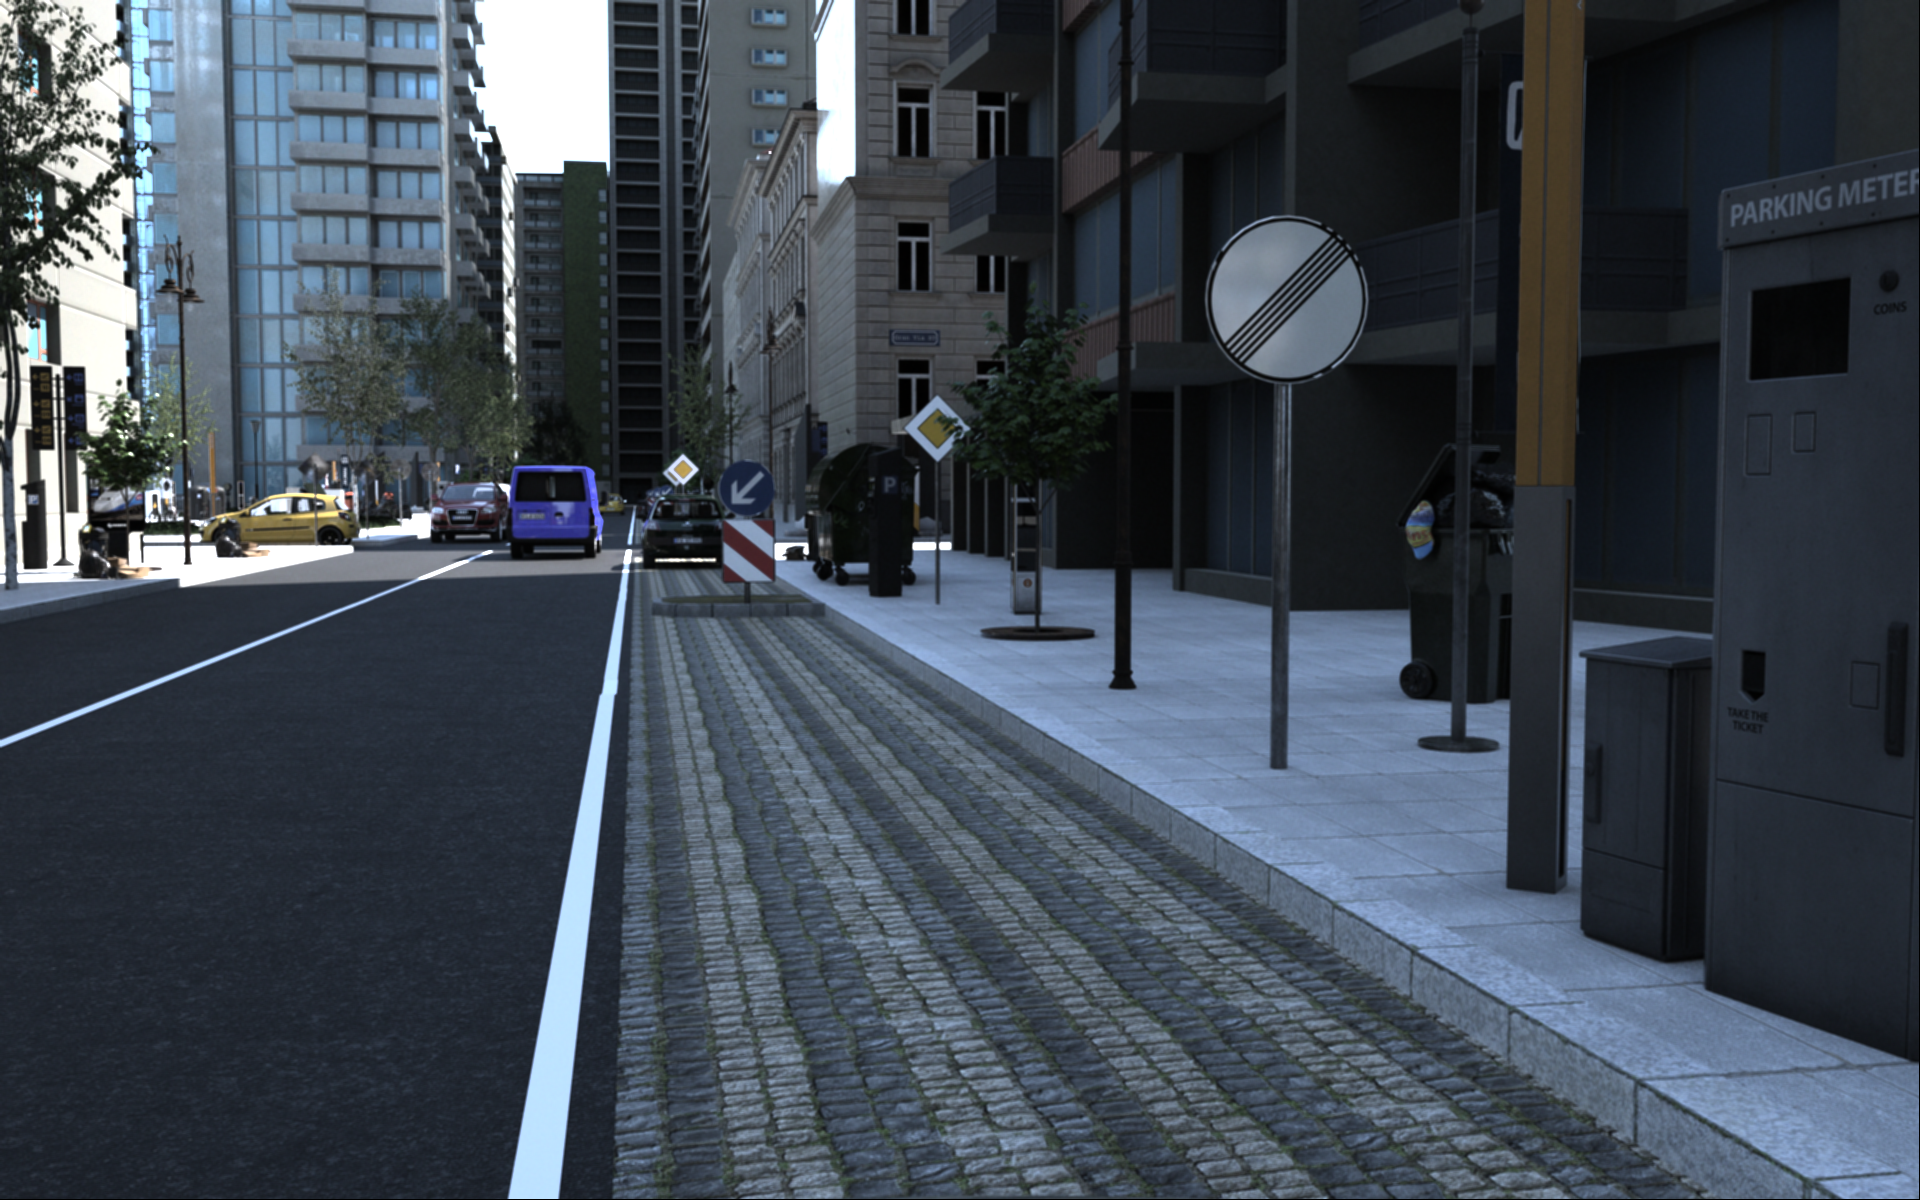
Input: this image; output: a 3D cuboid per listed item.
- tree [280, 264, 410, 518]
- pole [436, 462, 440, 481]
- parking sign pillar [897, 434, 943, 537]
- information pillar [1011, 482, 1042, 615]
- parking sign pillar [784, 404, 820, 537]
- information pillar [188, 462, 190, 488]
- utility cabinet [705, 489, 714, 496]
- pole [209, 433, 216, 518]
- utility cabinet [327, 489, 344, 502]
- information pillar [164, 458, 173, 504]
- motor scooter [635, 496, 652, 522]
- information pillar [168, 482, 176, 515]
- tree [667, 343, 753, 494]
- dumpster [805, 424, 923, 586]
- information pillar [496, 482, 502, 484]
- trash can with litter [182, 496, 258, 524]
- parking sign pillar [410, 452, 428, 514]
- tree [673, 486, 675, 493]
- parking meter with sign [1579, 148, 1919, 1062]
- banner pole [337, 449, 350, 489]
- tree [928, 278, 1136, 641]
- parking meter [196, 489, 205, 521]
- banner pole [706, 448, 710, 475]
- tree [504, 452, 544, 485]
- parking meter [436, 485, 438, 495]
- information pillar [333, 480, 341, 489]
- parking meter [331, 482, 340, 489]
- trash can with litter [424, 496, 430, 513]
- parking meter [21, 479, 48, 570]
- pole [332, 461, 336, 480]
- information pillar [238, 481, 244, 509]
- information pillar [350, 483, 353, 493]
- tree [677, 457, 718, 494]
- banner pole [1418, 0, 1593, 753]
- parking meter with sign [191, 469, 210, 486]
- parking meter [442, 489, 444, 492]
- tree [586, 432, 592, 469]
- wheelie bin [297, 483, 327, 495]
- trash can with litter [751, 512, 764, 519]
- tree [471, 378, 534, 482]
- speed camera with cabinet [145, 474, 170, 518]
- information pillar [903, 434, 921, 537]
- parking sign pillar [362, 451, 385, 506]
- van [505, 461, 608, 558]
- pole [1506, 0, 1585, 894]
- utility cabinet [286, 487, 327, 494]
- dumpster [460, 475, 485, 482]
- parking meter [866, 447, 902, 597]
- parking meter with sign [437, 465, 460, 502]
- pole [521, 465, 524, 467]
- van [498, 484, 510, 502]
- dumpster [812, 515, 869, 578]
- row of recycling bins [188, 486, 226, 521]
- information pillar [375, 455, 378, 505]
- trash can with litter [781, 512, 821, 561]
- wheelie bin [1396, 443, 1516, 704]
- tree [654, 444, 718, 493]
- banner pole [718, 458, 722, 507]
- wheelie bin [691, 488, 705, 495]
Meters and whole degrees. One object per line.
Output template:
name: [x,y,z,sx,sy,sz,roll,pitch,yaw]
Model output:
tree: [-19.368,-6.412,55.191,4.360,8.622,3.978,0,3,0]
pole: [-33.266,-7.132,110.452,0.158,3.312,0.155,0,3,0]
parking sign pillar: [-1.239,-3.912,52.429,1.447,3.967,1.447,0,4,4]
information pillar: [0.706,-0.856,18.493,0.304,2.012,0.304,0,4,-5]
parking sign pillar: [-4.638,-3.921,52.586,1.447,3.967,1.447,-1,4,-21]
information pillar: [-48.545,-7.184,108.812,0.504,3.616,0.183,2,4,31]
utility cabinet: [-11.593,-4.373,80.178,0.318,1.500,1.173,-1,4,-15]
pole: [-24.844,-3.898,57.575,0.158,3.312,0.155,0,3,0]
utility cabinet: [-29.710,-4.482,81.964,1.173,1.500,0.318,1,4,17]
information pillar: [-50.750,-7.325,111.121,0.504,3.616,0.183,-2,4,-23]
motor scooter: [-16.214,-4.646,88.737,0.815,1.314,1.986,-1,4,-9]
information pillar: [-48.877,-6.293,107.379,0.304,2.012,0.304,0,4,7]
tree: [-12.376,-8.163,83.824,4.737,8.622,4.395,0,3,0]
dumpster: [-1.388,-1.374,24.962,1.502,2.255,1.985,-1,4,-10]
information pillar: [-27.068,-5.953,101.820,0.304,2.012,0.304,-2,4,-26]
trash can with litter: [-26.216,-3.111,61.919,1.678,1.210,2.233,2,4,34]
parking sign pillar: [-34.697,-7.469,110.589,1.447,3.967,1.447,-2,4,-35]
tree: [-28.083,-10.860,172.166,1.663,3.219,1.824,0,3,0]
parking meter with sign: [2.247,-0.485,4.199,0.543,3.016,1.738,-1,4,-22]
banner pole: [-34.462,-6.525,96.700,0.401,3.779,0.863,3,5,40]
tree: [0.689,-1.289,15.681,1.663,3.219,1.824,0,3,0]
parking meter: [-36.525,-4.580,83.300,0.372,1.533,0.369,0,3,0]
banner pole: [-13.763,-6.400,94.664,0.401,3.779,0.863,-1,4,-22]
tree: [-35.760,-9.721,142.644,4.285,4.588,4.351,0,3,0]
parking meter: [-32.750,-6.284,108.456,0.255,1.863,0.399,0,4,-1]
information pillar: [-32.239,-5.209,89.655,0.304,2.012,0.304,1,4,23]
parking meter: [-31.291,-4.960,86.807,0.399,1.863,0.255,2,4,35]
trash can with litter: [-35.604,-6.447,116.794,1.055,1.170,0.624,-1,4,-18]
parking meter: [-15.760,-1.289,29.482,0.372,1.533,0.369,0,3,0]
pole: [-38.699,-6.928,107.120,0.158,3.312,0.155,0,3,0]
information pillar: [-41.662,-5.864,100.365,0.304,2.012,0.304,-2,4,-26]
information pillar: [-40.655,-6.821,116.014,0.304,2.012,0.304,0,4,7]
tree: [-14.852,-6.361,98.598,1.663,3.219,1.824,0,3,0]
banner pole: [2.755,-1.144,8.716,0.863,3.779,0.401,-1,4,-11]
parking meter with sign: [-51.934,-7.522,119.245,1.738,3.016,0.543,-1,4,-15]
parking meter: [-22.535,-4.140,76.094,0.372,1.533,0.369,0,3,0]
tree: [-38.055,-13.786,159.811,8.767,10.594,7.601,0,4,-6]
wheelie bin: [-18.097,-2.473,48.336,0.693,1.594,0.980,2,4,24]
trash can with litter: [-8.104,-3.356,65.931,2.233,1.210,1.678,-2,4,-27]
tree: [-28.058,-9.493,105.578,4.737,8.622,4.395,0,3,0]
speed camera with cabinet: [-43.705,-6.099,94.046,0.660,3.252,2.038,0,4,4]
information pillar: [-1.426,-3.664,51.267,0.504,3.616,0.183,-1,4,-18]
parking sign pillar: [-36.336,-7.270,107.334,1.447,3.967,1.447,-2,4,-35]
van: [-9.374,-2.198,40.321,2.240,2.365,5.245,-1,4,-10]
pole: [1.884,-0.716,5.556,0.158,3.312,0.155,0,3,0]
utility cabinet: [-22.125,-3.049,58.528,1.173,1.500,0.318,-2,4,-24]
dumpster: [-24.394,-5.165,86.934,1.502,2.255,1.985,-1,4,-10]
parking meter: [-0.947,-0.975,21.649,0.399,1.863,0.255,-2,4,-30]
parking meter with sign: [-30.544,-6.500,102.535,1.738,3.016,0.543,1,4,9]
pole: [-31.103,-7.915,123.246,0.158,3.312,0.155,0,3,0]
van: [-18.804,-3.830,69.626,2.013,2.044,4.112,-1,4,-11]
dumpster: [-1.649,-1.309,27.167,1.264,1.857,1.865,-1,4,-11]
row of recycling bins: [-37.314,-4.806,85.691,1.069,1.692,3.534,0,4,-4]
information pillar: [-34.794,-6.846,103.292,0.183,3.616,0.504,-2,4,-23]
trash can with litter: [-2.937,-1.342,33.336,1.055,1.170,0.624,1,4,18]
wheelie bin: [3.217,-0.182,10.879,0.980,1.594,0.693,-3,5,-43]
tree: [-16.617,-7.524,106.727,4.285,4.588,4.351,0,3,0]
banner pole: [-16.183,-7.771,117.065,0.401,3.779,0.863,1,4,11]
wheelie bin: [-12.921,-4.765,85.821,0.980,1.594,0.693,2,4,27]
